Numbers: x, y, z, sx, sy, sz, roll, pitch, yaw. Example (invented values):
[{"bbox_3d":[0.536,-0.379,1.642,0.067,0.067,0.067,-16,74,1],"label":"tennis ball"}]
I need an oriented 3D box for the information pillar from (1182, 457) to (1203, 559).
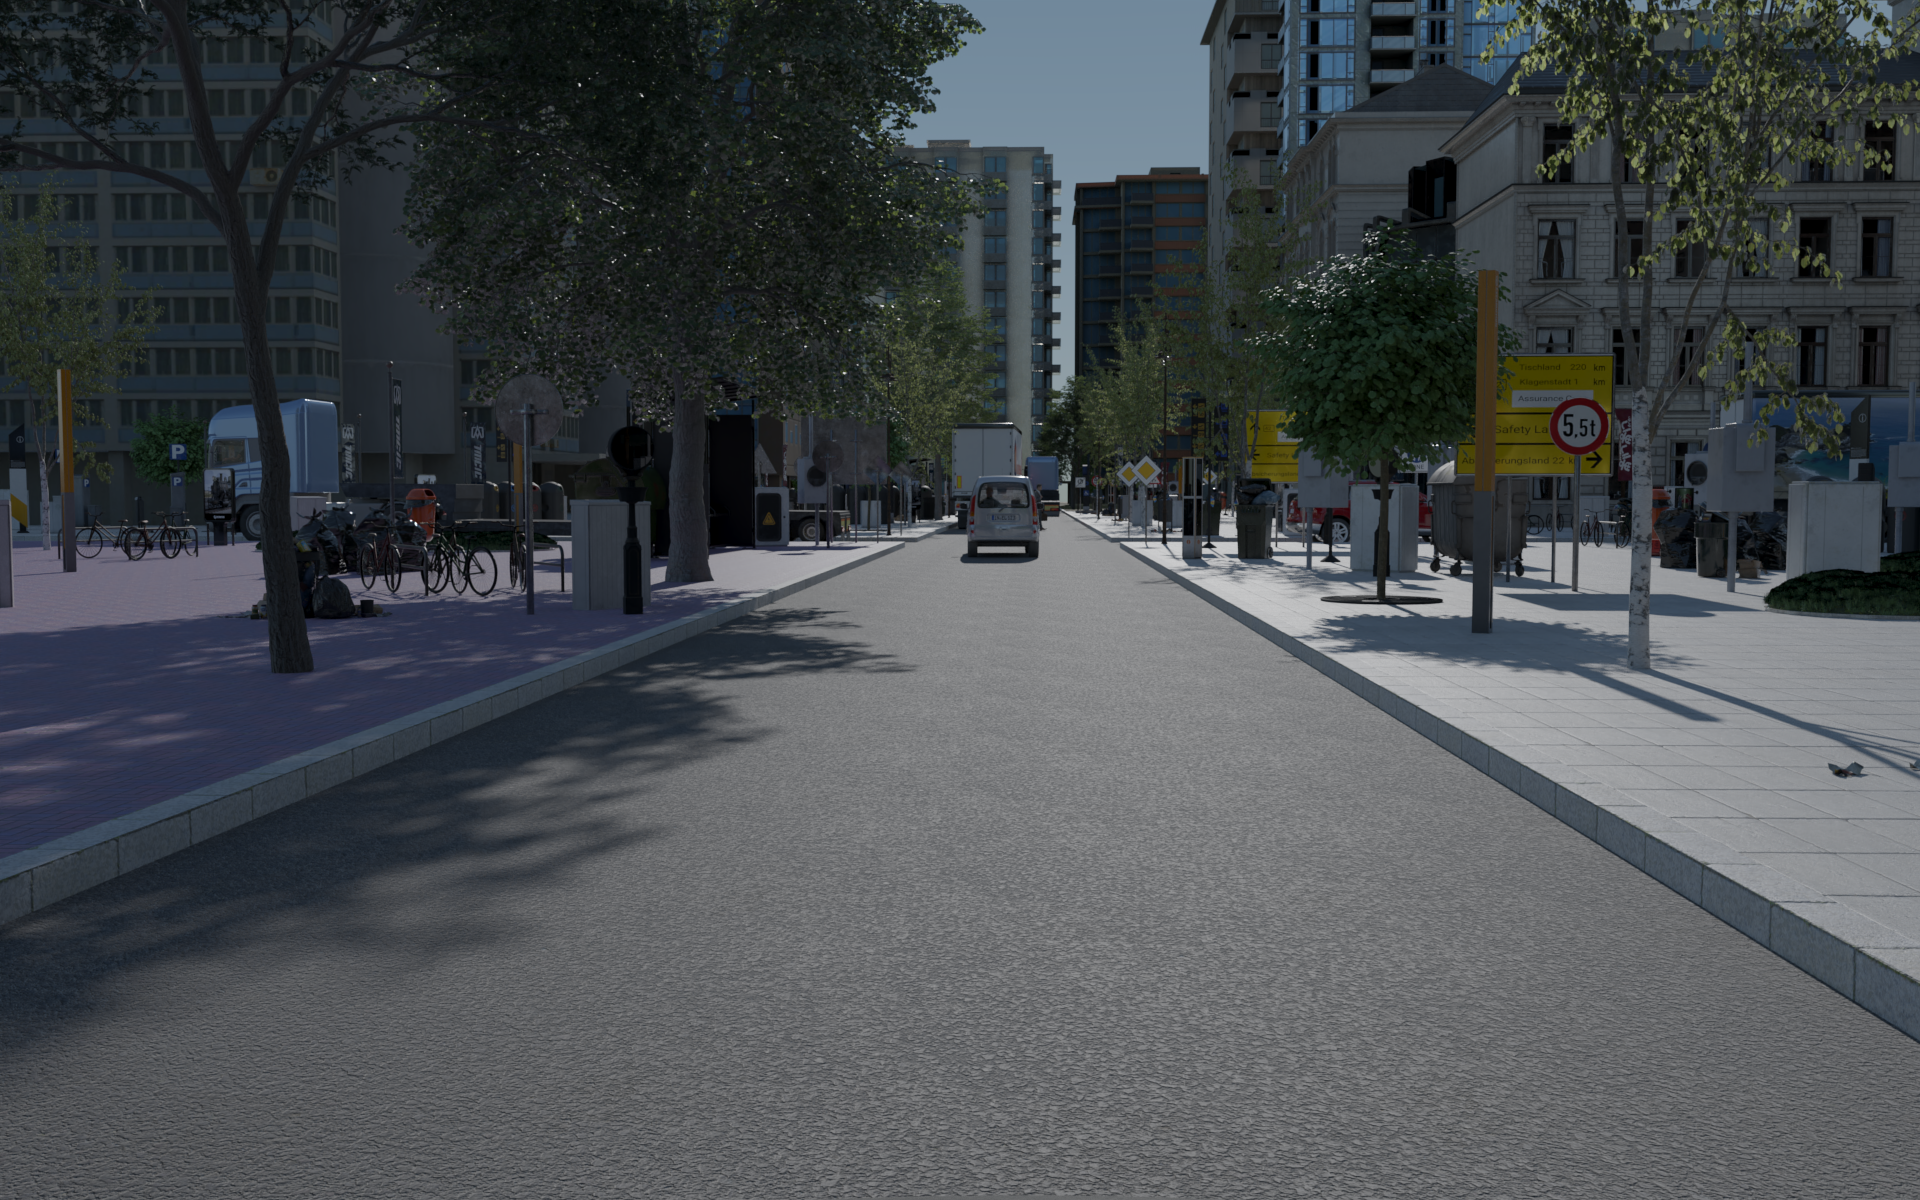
[{"bbox_3d":[4.598,-1.821,34.257,0.304,2.012,0.304,3,4,37],"label":"information pillar"}]

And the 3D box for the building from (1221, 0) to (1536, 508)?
[{"bbox_3d":[35.018,-50.849,144.056,22.319,86.520,31.000,0,4,2],"label":"building"}]

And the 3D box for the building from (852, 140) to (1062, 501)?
[{"bbox_3d":[-1.518,-37.747,236.773,30.456,49.044,23.786,0,4,2],"label":"building"}]

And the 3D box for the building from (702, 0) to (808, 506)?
[{"bbox_3d":[-19.769,-29.682,135.413,14.600,45.320,14.200,0,4,2],"label":"building"}]

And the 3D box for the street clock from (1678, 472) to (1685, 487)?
[{"bbox_3d":[24.108,-3.242,57.583,0.471,2.002,0.358,2,4,27],"label":"street clock"}]

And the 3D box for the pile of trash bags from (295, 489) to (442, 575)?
[{"bbox_3d":[-9.677,-1.172,28.908,1.912,1.369,3.447,1,4,10],"label":"pile of trash bags"}]

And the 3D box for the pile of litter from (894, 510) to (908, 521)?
[{"bbox_3d":[-2.694,-4.159,81.964,1.176,0.858,1.719,1,4,18],"label":"pile of litter"}]

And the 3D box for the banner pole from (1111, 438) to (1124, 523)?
[{"bbox_3d":[6.983,-5.286,76.437,0.401,3.779,0.863,3,4,38],"label":"banner pole"}]

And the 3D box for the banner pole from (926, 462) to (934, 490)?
[{"bbox_3d":[-2.154,-8.095,122.367,0.863,3.779,0.401,3,5,39],"label":"banner pole"}]

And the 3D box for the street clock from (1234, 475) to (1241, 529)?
[{"bbox_3d":[10.336,-3.649,64.233,0.358,2.002,0.471,0,4,3],"label":"street clock"}]

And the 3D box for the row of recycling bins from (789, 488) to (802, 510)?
[{"bbox_3d":[-11.167,-6.970,121.075,3.534,1.692,1.069,0,4,8],"label":"row of recycling bins"}]

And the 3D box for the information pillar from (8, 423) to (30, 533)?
[{"bbox_3d":[-30.839,-3.998,56.729,0.504,3.616,0.183,-3,5,-41],"label":"information pillar"}]

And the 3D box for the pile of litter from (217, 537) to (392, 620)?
[{"bbox_3d":[-6.876,-0.257,18.165,1.719,0.858,1.176,1,4,16],"label":"pile of litter"}]

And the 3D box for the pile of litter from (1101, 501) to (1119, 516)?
[{"bbox_3d":[8.938,-5.285,100.367,1.719,0.858,1.176,-1,4,-13],"label":"pile of litter"}]

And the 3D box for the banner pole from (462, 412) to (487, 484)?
[{"bbox_3d":[-14.953,-3.864,53.193,0.863,3.779,0.401,0,4,-5],"label":"banner pole"}]

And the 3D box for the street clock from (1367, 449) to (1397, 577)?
[{"bbox_3d":[6.544,-1.361,26.829,0.358,2.002,0.471,-2,4,-32],"label":"street clock"}]

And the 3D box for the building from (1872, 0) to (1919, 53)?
[{"bbox_3d":[52.109,-17.317,70.518,23.554,28.519,14.401,0,4,2],"label":"building"}]

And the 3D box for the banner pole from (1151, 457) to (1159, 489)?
[{"bbox_3d":[12.692,-7.487,112.435,0.863,3.779,0.401,-2,4,-32],"label":"banner pole"}]

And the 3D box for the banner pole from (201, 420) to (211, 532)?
[{"bbox_3d":[-25.488,-4.218,58.988,0.401,3.779,0.863,1,4,22],"label":"banner pole"}]

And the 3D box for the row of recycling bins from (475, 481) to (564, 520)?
[{"bbox_3d":[-14.709,-3.086,57.573,1.069,1.692,3.534,3,4,37],"label":"row of recycling bins"}]

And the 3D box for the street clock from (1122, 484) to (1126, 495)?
[{"bbox_3d":[10.516,-6.417,109.481,0.471,2.002,0.358,-1,4,-20],"label":"street clock"}]

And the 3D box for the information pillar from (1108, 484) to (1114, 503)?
[{"bbox_3d":[10.929,-7.390,125.314,0.304,2.012,0.304,-2,4,-35],"label":"information pillar"}]

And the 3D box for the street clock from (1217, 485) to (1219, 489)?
[{"bbox_3d":[18.022,-7.156,121.575,0.358,2.002,0.471,0,4,-2],"label":"street clock"}]

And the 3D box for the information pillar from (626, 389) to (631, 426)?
[{"bbox_3d":[-7.364,-2.886,38.547,0.183,3.616,0.504,-1,4,-10],"label":"information pillar"}]

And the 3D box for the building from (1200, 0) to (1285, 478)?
[{"bbox_3d":[39.666,-35.772,174.111,28.713,52.752,27.495,0,4,2],"label":"building"}]

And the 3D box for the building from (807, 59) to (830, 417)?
[{"bbox_3d":[-19.037,-28.504,149.636,14.154,41.232,14.086,0,4,2],"label":"building"}]

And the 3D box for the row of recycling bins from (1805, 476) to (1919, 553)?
[{"bbox_3d":[20.206,-1.880,37.846,3.534,1.692,1.069,3,5,43],"label":"row of recycling bins"}]

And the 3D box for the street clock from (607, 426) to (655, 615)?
[{"bbox_3d":[-3.499,-0.850,18.475,0.471,2.002,0.358,-1,4,-20],"label":"street clock"}]

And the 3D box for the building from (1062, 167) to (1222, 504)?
[{"bbox_3d":[28.097,-35.480,234.714,28.867,44.769,22.147,0,4,2],"label":"building"}]

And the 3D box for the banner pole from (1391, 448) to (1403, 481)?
[{"bbox_3d":[9.734,-2.993,38.959,0.401,3.779,0.863,-1,4,-21],"label":"banner pole"}]

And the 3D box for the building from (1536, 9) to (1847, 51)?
[{"bbox_3d":[71.112,-33.946,174.622,30.456,49.044,23.786,0,4,2],"label":"building"}]

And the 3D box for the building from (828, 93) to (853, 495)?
[{"bbox_3d":[-22.256,-45.340,179.561,20.611,71.187,20.563,0,4,2],"label":"building"}]

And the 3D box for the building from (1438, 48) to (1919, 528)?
[{"bbox_3d":[30.204,-12.570,70.141,19.286,19.102,10.561,0,4,2],"label":"building"}]

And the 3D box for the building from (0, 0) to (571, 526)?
[{"bbox_3d":[-31.181,-23.659,78.699,32.217,40.220,23.993,0,4,2],"label":"building"}]

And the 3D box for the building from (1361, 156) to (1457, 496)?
[{"bbox_3d":[30.145,-13.839,93.718,16.820,18.784,16.811,0,4,2],"label":"building"}]

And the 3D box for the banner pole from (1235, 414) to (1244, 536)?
[{"bbox_3d":[8.529,-3.814,52.369,0.401,3.779,0.863,1,4,9],"label":"banner pole"}]

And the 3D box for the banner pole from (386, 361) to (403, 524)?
[{"bbox_3d":[-10.745,-2.628,32.982,0.401,3.779,0.863,0,4,2],"label":"banner pole"}]

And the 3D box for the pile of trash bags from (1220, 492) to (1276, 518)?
[{"bbox_3d":[15.378,-5.070,92.654,3.447,1.369,1.912,1,4,19],"label":"pile of trash bags"}]

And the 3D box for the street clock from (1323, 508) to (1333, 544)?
[{"bbox_3d":[9.443,-2.435,44.380,0.471,2.002,0.358,2,4,31],"label":"street clock"}]

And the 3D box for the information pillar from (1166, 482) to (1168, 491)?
[{"bbox_3d":[12.423,-6.141,104.900,0.304,2.012,0.304,0,4,-7],"label":"information pillar"}]

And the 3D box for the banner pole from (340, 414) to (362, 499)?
[{"bbox_3d":[-18.968,-3.924,54.169,0.401,3.779,0.863,3,5,39],"label":"banner pole"}]

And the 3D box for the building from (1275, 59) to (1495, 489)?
[{"bbox_3d":[29.175,-20.003,114.442,14.401,28.519,23.554,0,4,2],"label":"building"}]

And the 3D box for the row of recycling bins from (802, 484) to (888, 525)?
[{"bbox_3d":[-4.758,-4.043,73.213,3.534,1.692,1.069,0,4,2],"label":"row of recycling bins"}]

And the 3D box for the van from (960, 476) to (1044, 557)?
[{"bbox_3d":[0.992,-2.064,40.754,2.013,2.044,4.112,0,4,0],"label":"van"}]

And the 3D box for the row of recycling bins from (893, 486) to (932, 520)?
[{"bbox_3d":[-3.075,-4.943,87.923,3.534,1.692,1.069,1,4,19],"label":"row of recycling bins"}]

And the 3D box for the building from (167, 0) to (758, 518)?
[{"bbox_3d":[-30.184,-25.841,114.383,32.217,40.220,23.993,0,4,2],"label":"building"}]

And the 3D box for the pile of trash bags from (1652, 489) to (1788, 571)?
[{"bbox_3d":[13.017,-1.262,30.382,1.912,1.369,3.447,-1,4,-13],"label":"pile of trash bags"}]
